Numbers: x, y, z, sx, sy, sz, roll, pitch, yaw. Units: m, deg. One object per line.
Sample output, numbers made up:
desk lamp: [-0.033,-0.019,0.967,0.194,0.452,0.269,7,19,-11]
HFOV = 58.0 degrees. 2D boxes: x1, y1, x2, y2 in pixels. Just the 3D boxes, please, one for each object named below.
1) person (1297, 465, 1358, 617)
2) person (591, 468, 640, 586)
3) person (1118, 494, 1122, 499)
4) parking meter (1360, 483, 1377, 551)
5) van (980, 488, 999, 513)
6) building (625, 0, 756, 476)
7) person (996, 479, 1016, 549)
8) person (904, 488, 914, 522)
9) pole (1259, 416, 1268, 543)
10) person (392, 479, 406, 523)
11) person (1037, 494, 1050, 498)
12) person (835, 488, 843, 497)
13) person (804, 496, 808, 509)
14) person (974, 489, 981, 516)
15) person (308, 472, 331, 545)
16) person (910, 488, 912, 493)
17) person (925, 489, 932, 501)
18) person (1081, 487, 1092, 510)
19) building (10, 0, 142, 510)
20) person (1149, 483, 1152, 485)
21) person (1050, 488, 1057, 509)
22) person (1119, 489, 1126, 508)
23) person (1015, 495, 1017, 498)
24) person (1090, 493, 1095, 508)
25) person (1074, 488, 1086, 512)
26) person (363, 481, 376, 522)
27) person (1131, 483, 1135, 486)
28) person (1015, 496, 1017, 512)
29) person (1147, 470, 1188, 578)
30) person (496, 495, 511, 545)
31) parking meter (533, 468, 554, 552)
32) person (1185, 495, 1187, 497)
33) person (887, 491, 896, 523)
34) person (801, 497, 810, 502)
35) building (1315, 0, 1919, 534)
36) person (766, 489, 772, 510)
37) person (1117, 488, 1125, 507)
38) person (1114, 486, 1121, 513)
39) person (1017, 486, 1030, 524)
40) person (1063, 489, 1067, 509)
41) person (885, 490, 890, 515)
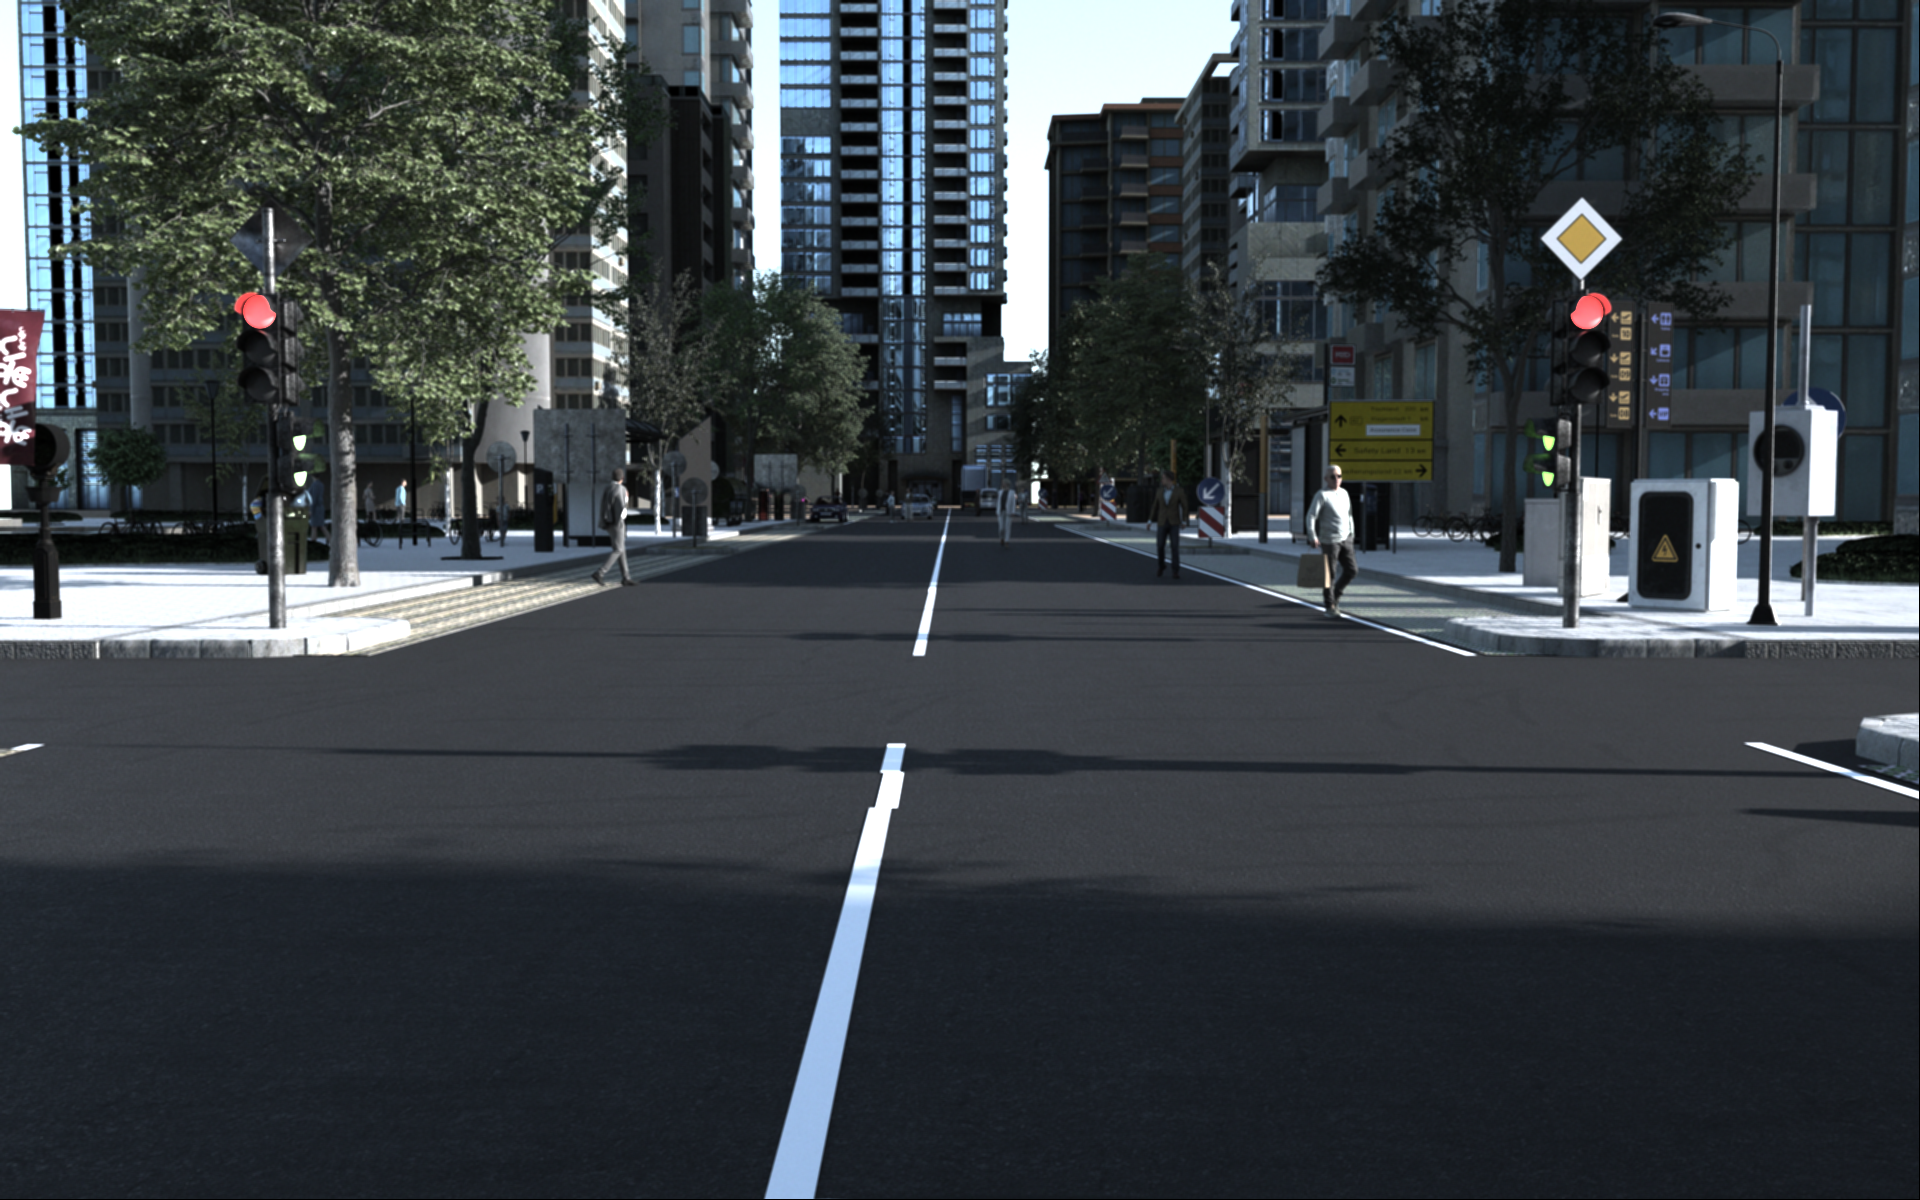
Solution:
person: [4.264,-0.685,20.183,0.782,1.767,0.515,-2,4,-33]
person: [-5.341,-1.120,26.911,0.850,1.850,0.679,-3,4,-36]
person: [11.279,-7.348,126.976,1.217,1.735,0.721,1,4,18]
parking meter: [9.258,-1.886,39.247,0.372,1.533,0.369,0,3,0]
van: [2.208,-7.593,131.161,2.013,2.044,4.112,0,4,1]
building: [-33.183,-32.270,147.219,30.456,49.044,23.786,0,4,0]
person: [1.212,-2.283,45.706,0.514,1.842,0.818,0,4,1]
person: [-2.647,-4.880,88.840,0.519,1.759,0.362,2,4,28]
pole: [7.918,-3.138,45.142,0.158,3.312,0.155,0,3,0]
person: [-19.797,-3.366,61.093,0.620,1.820,0.660,-3,4,-39]
person: [7.725,-9.406,159.922,1.350,1.814,0.705,2,4,32]
person: [-11.860,-9.863,167.270,1.348,1.831,0.705,2,4,25]
person: [-12.948,-8.166,142.745,0.799,1.438,0.628,-1,4,-12]
person: [1.082,-6.246,111.177,0.434,1.755,0.990,1,4,21]
person: [-13.515,-1.862,36.507,0.654,1.822,0.581,1,4,18]
person: [-3.575,-7.033,123.121,0.705,1.869,1.348,0,4,-3]
person: [-2.539,-7.606,132.864,0.705,1.822,1.348,2,4,35]
person: [9.747,-7.986,136.759,1.348,1.807,0.705,0,4,-5]
building: [-63.911,-50.981,146.202,31.000,86.520,22.319,0,4,0]
person: [9.386,-4.846,85.375,0.616,1.811,0.778,1,4,21]
person: [7.912,-8.551,146.297,0.568,1.767,0.683,0,4,5]
person: [15.285,-9.569,163.017,1.217,1.766,0.721,-3,4,-38]
person: [5.240,-9.747,168.793,0.756,1.711,0.436,-1,4,-22]
person: [12.503,-9.432,163.496,0.421,1.427,0.697,0,4,-1]
person: [8.440,-7.014,121.404,0.721,1.739,1.217,-3,4,-38]
person: [-21.824,-3.537,64.217,0.599,1.781,0.374,3,4,36]
person: [8.433,-4.774,84.126,0.581,1.822,0.654,3,5,43]
person: [4.279,-7.655,136.840,0.628,1.438,0.799,-3,5,-42]
person: [3.554,-1.305,29.756,0.656,1.842,0.836,-1,4,-9]
person: [-11.450,-2.002,43.461,0.332,1.250,0.352,2,4,26]
parking meter: [-9.219,-1.998,38.384,0.399,1.863,0.255,1,4,22]
person: [14.881,-6.788,117.031,0.705,1.824,1.348,-3,5,-43]
person: [-3.419,-4.694,87.059,0.330,1.601,0.589,3,4,37]
person: [-9.609,-5.908,105.864,0.991,1.433,0.599,-3,4,-39]
building: [27.416,-27.582,70.572,23.786,49.044,30.456,0,4,0]
person: [-15.514,-8.191,140.413,0.568,1.767,0.683,3,5,40]
person: [15.433,-9.748,165.438,0.705,1.823,1.348,2,4,35]
person: [10.273,-6.663,114.971,0.705,1.826,1.348,2,4,33]
person: [3.021,-4.515,82.525,0.606,1.804,0.583,0,4,-1]
person: [9.165,-8.708,149.243,0.721,1.723,1.217,0,4,0]
person: [-4.914,-6.834,121.035,0.742,1.727,0.445,2,4,30]
